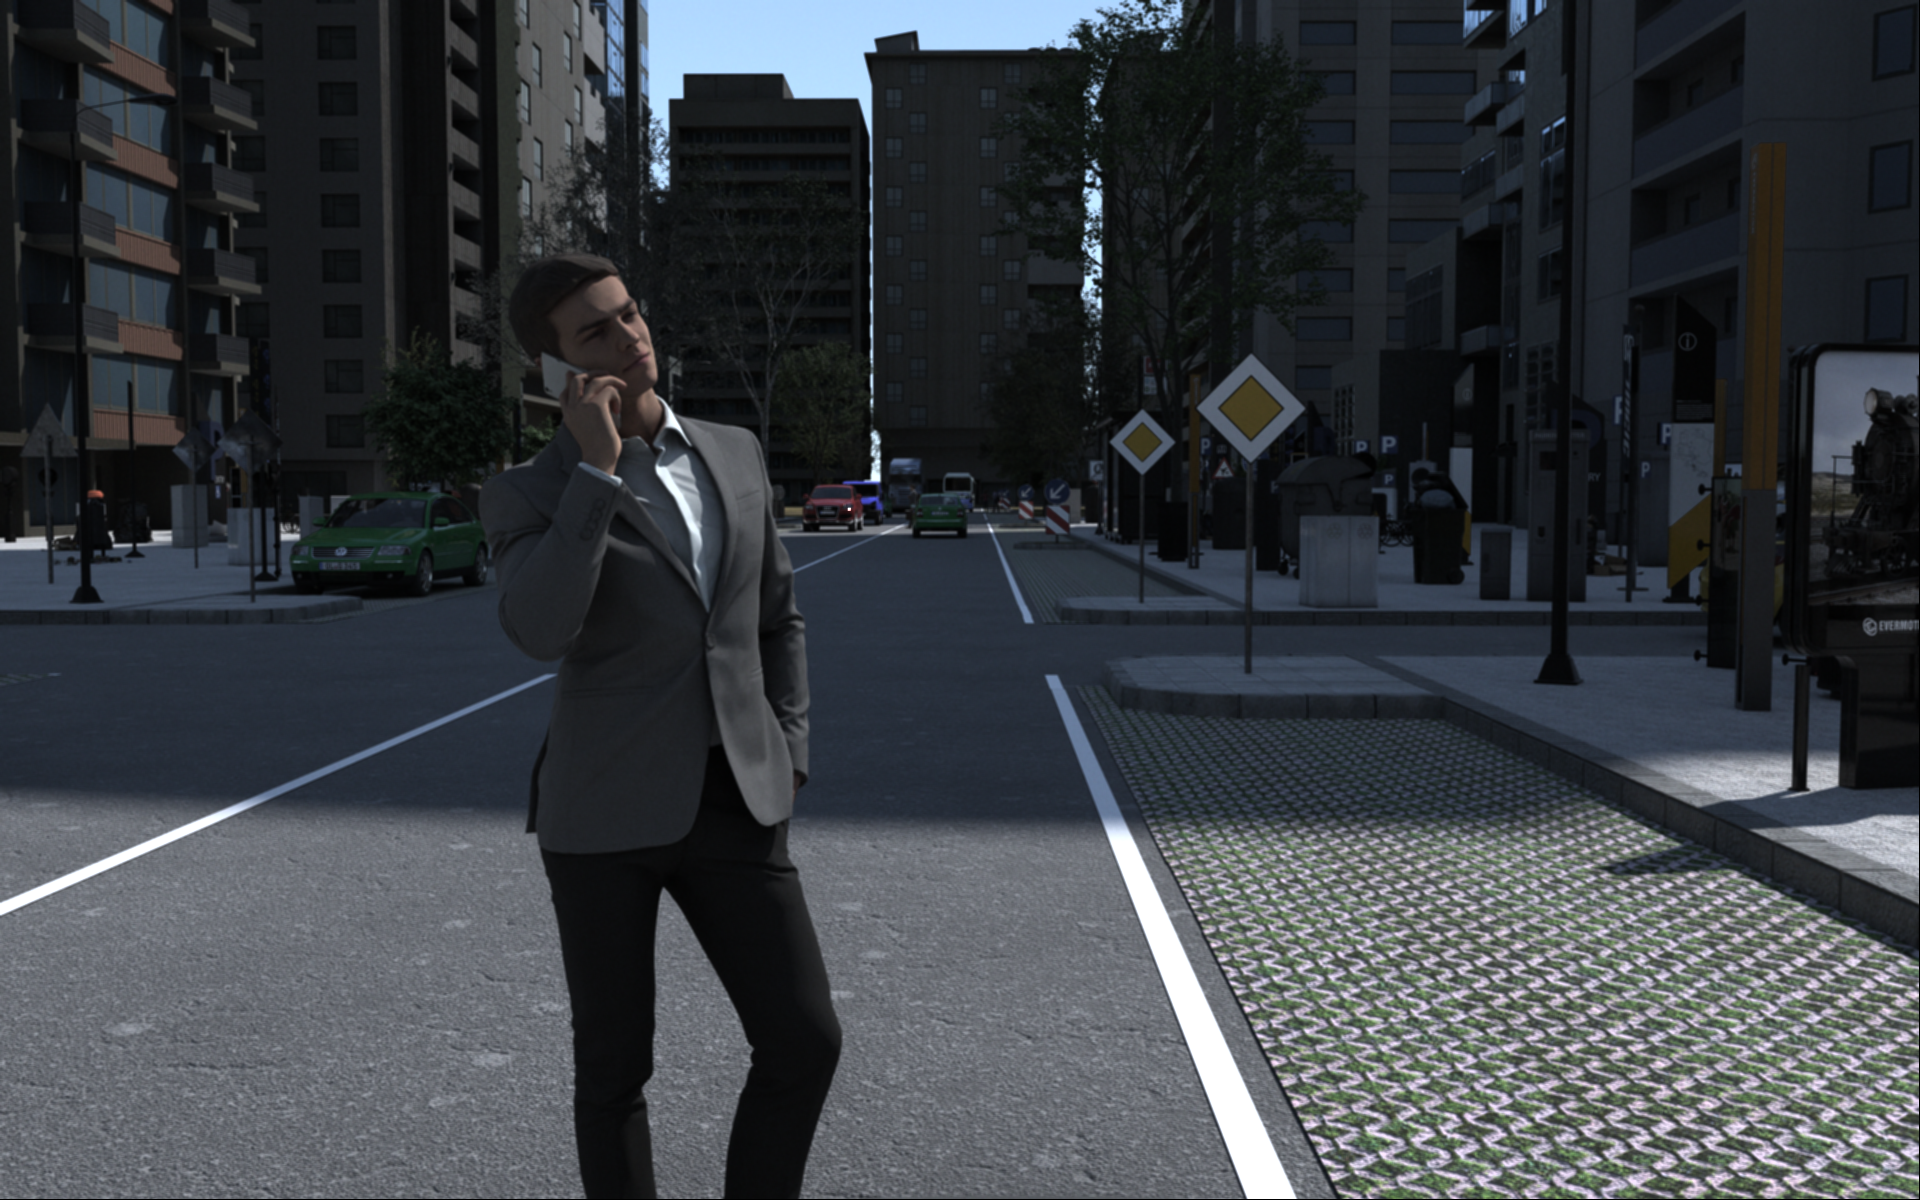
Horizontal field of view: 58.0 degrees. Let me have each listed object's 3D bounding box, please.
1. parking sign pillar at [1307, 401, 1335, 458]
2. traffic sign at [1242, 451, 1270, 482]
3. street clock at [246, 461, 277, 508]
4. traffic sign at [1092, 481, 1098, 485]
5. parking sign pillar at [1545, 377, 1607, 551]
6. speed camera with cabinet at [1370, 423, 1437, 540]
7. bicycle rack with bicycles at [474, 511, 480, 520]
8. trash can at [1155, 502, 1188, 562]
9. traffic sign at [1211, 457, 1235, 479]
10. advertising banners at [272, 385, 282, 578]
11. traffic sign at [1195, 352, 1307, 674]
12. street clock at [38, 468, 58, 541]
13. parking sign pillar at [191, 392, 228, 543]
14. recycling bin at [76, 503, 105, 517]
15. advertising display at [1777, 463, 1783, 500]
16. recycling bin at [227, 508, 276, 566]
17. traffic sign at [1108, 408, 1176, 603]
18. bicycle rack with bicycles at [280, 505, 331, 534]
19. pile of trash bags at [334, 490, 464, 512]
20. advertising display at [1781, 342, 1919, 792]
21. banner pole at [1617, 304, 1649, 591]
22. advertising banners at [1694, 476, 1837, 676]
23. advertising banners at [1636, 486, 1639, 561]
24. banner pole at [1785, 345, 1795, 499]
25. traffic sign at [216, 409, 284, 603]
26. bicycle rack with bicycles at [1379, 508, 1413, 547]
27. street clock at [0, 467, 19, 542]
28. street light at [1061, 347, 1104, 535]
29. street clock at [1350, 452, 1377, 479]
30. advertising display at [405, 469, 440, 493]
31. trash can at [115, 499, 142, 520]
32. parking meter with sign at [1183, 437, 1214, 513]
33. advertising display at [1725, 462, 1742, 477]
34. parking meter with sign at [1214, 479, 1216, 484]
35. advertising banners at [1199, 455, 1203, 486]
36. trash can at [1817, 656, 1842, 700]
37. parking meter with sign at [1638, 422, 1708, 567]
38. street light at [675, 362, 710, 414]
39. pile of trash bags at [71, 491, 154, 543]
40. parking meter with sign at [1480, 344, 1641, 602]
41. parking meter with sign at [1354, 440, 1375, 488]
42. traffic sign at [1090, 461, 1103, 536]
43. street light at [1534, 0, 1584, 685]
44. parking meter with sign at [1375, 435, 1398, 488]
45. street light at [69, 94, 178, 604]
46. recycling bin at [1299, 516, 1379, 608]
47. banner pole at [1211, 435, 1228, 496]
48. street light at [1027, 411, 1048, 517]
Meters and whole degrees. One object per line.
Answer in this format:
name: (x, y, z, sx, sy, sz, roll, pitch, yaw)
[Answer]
parking sign pillar: (10.536, -3.795, 50.520, 1.447, 3.967, 1.447, 2, 4, 31)
traffic sign: (8.094, -2.896, 47.453, 0.768, 2.556, 0.104, 0, 4, 4)
street clock: (-14.655, -1.937, 36.247, 0.358, 2.002, 0.471, 3, 5, 42)
traffic sign: (7.247, -5.560, 91.019, 0.768, 2.556, 0.104, 0, 4, 5)
parking sign pillar: (14.139, -3.139, 39.787, 1.447, 3.967, 1.447, 0, 4, 5)
speed camera with cabinet: (12.140, -3.285, 48.049, 2.038, 3.252, 0.660, 1, 4, 23)
bicycle rack with bicycles: (-13.633, -2.419, 52.940, 2.925, 0.926, 2.852, 0, 4, -7)
trash can: (4.073, -1.306, 33.001, 0.748, 1.137, 0.748, 0, 3, 0)
traffic sign: (9.165, -3.680, 60.173, 0.884, 2.594, 0.081, 0, 4, 3)
advertising banners: (-10.771, -1.904, 27.315, 0.090, 3.025, 2.074, -1, 4, -20)
traffic sign: (2.058, -0.531, 12.327, 0.795, 2.450, 0.064, 0, 4, 1)
street clock: (-24.926, -2.618, 47.379, 0.471, 2.002, 0.358, -2, 4, -30)
parking sign pillar: (-20.059, -3.536, 46.294, 1.447, 3.967, 1.447, 0, 4, -4)
recycling bin: (-24.522, -2.222, 48.876, 0.722, 1.027, 0.722, -2, 4, -28)
advertising display: (16.685, -1.871, 35.797, 0.974, 1.923, 0.123, 2, 4, 25)
recycling bin: (-12.784, -1.149, 31.335, 0.722, 1.027, 0.722, -3, 4, -39)
traffic sign: (2.131, -1.020, 20.312, 0.795, 2.450, 0.064, 0, 4, 1)
bicycle rack with bicycles: (-21.507, -2.652, 56.736, 2.925, 0.926, 2.852, -3, 5, -39)
pile of trash bags: (-13.567, -1.961, 41.822, 3.447, 1.369, 1.912, 1, 4, 14)
advertising display: (4.045, -0.142, 7.539, 0.974, 1.923, 0.123, -1, 4, -13)
banner pole: (8.826, -2.005, 22.800, 0.401, 3.779, 0.863, 3, 4, 39)
advertising banners: (6.129, -0.968, 12.008, 0.090, 3.025, 2.074, -3, 4, -37)
advertising banners: (13.076, -2.261, 33.153, 0.090, 3.025, 2.074, 2, 4, 34)
banner pole: (13.913, -2.382, 28.968, 0.401, 3.779, 0.863, 1, 4, 11)
traffic sign: (-8.362, -1.027, 20.429, 0.795, 2.450, 0.064, 0, 4, 1)
bicycle rack with bicycles: (10.901, -1.815, 43.052, 2.925, 0.926, 2.852, 1, 4, 14)
street clock: (-25.205, -2.529, 45.914, 0.471, 2.002, 0.358, 1, 4, 14)
street light: (3.888, -5.032, 54.820, 1.470, 5.913, 1.316, 0, 4, 1)
street clock: (6.912, -1.546, 29.843, 0.471, 2.002, 0.358, 0, 4, -2)
advertising display: (-12.444, -2.144, 40.270, 0.123, 1.923, 0.974, 3, 4, 36)
trash can: (-24.616, -2.426, 51.317, 0.748, 1.137, 0.748, 0, 3, 0)
parking meter with sign: (6.976, -3.520, 53.814, 0.543, 3.016, 1.738, -3, 4, -39)
advertising display: (15.286, -1.804, 34.714, 0.974, 1.923, 0.123, 3, 5, 40)
parking meter with sign: (13.128, -5.646, 88.576, 1.738, 3.016, 0.543, -3, 5, -39)
advertising banners: (7.474, -3.652, 55.898, 0.090, 3.025, 2.074, 2, 4, 31)
trash can: (5.704, 0.052, 10.811, 0.748, 1.137, 0.748, 0, 3, 0)
parking meter with sign: (12.397, -2.095, 30.515, 1.738, 3.016, 0.543, -1, 4, -13)
street light: (-9.425, -5.407, 60.943, 1.470, 5.913, 1.316, 0, 4, 1)
pile of trash bags: (-22.215, -2.165, 45.143, 1.912, 1.369, 3.447, -1, 4, -16)
parking meter with sign: (7.158, -1.497, 20.743, 1.738, 3.016, 0.543, 1, 4, 19)
parking meter with sign: (13.569, -3.691, 56.606, 0.543, 3.016, 1.738, 3, 5, 44)
traffic sign: (4.279, -3.124, 53.203, 0.606, 2.300, 0.079, 0, 4, 2)
street light: (3.533, -2.390, 11.617, 1.470, 5.913, 1.316, 0, 4, 1)
parking meter with sign: (12.546, -3.334, 50.767, 0.543, 3.016, 1.738, 1, 4, 14)
street light: (-9.773, -2.919, 20.260, 1.470, 5.913, 1.316, 0, 4, 1)
recycling bin: (4.324, -0.442, 19.787, 0.722, 1.027, 0.722, 0, 4, -6)
banner pole: (10.901, -5.090, 73.234, 0.863, 3.779, 0.401, 1, 4, 15)
street light: (4.234, -7.515, 95.406, 1.470, 5.913, 1.316, 0, 4, 1)
